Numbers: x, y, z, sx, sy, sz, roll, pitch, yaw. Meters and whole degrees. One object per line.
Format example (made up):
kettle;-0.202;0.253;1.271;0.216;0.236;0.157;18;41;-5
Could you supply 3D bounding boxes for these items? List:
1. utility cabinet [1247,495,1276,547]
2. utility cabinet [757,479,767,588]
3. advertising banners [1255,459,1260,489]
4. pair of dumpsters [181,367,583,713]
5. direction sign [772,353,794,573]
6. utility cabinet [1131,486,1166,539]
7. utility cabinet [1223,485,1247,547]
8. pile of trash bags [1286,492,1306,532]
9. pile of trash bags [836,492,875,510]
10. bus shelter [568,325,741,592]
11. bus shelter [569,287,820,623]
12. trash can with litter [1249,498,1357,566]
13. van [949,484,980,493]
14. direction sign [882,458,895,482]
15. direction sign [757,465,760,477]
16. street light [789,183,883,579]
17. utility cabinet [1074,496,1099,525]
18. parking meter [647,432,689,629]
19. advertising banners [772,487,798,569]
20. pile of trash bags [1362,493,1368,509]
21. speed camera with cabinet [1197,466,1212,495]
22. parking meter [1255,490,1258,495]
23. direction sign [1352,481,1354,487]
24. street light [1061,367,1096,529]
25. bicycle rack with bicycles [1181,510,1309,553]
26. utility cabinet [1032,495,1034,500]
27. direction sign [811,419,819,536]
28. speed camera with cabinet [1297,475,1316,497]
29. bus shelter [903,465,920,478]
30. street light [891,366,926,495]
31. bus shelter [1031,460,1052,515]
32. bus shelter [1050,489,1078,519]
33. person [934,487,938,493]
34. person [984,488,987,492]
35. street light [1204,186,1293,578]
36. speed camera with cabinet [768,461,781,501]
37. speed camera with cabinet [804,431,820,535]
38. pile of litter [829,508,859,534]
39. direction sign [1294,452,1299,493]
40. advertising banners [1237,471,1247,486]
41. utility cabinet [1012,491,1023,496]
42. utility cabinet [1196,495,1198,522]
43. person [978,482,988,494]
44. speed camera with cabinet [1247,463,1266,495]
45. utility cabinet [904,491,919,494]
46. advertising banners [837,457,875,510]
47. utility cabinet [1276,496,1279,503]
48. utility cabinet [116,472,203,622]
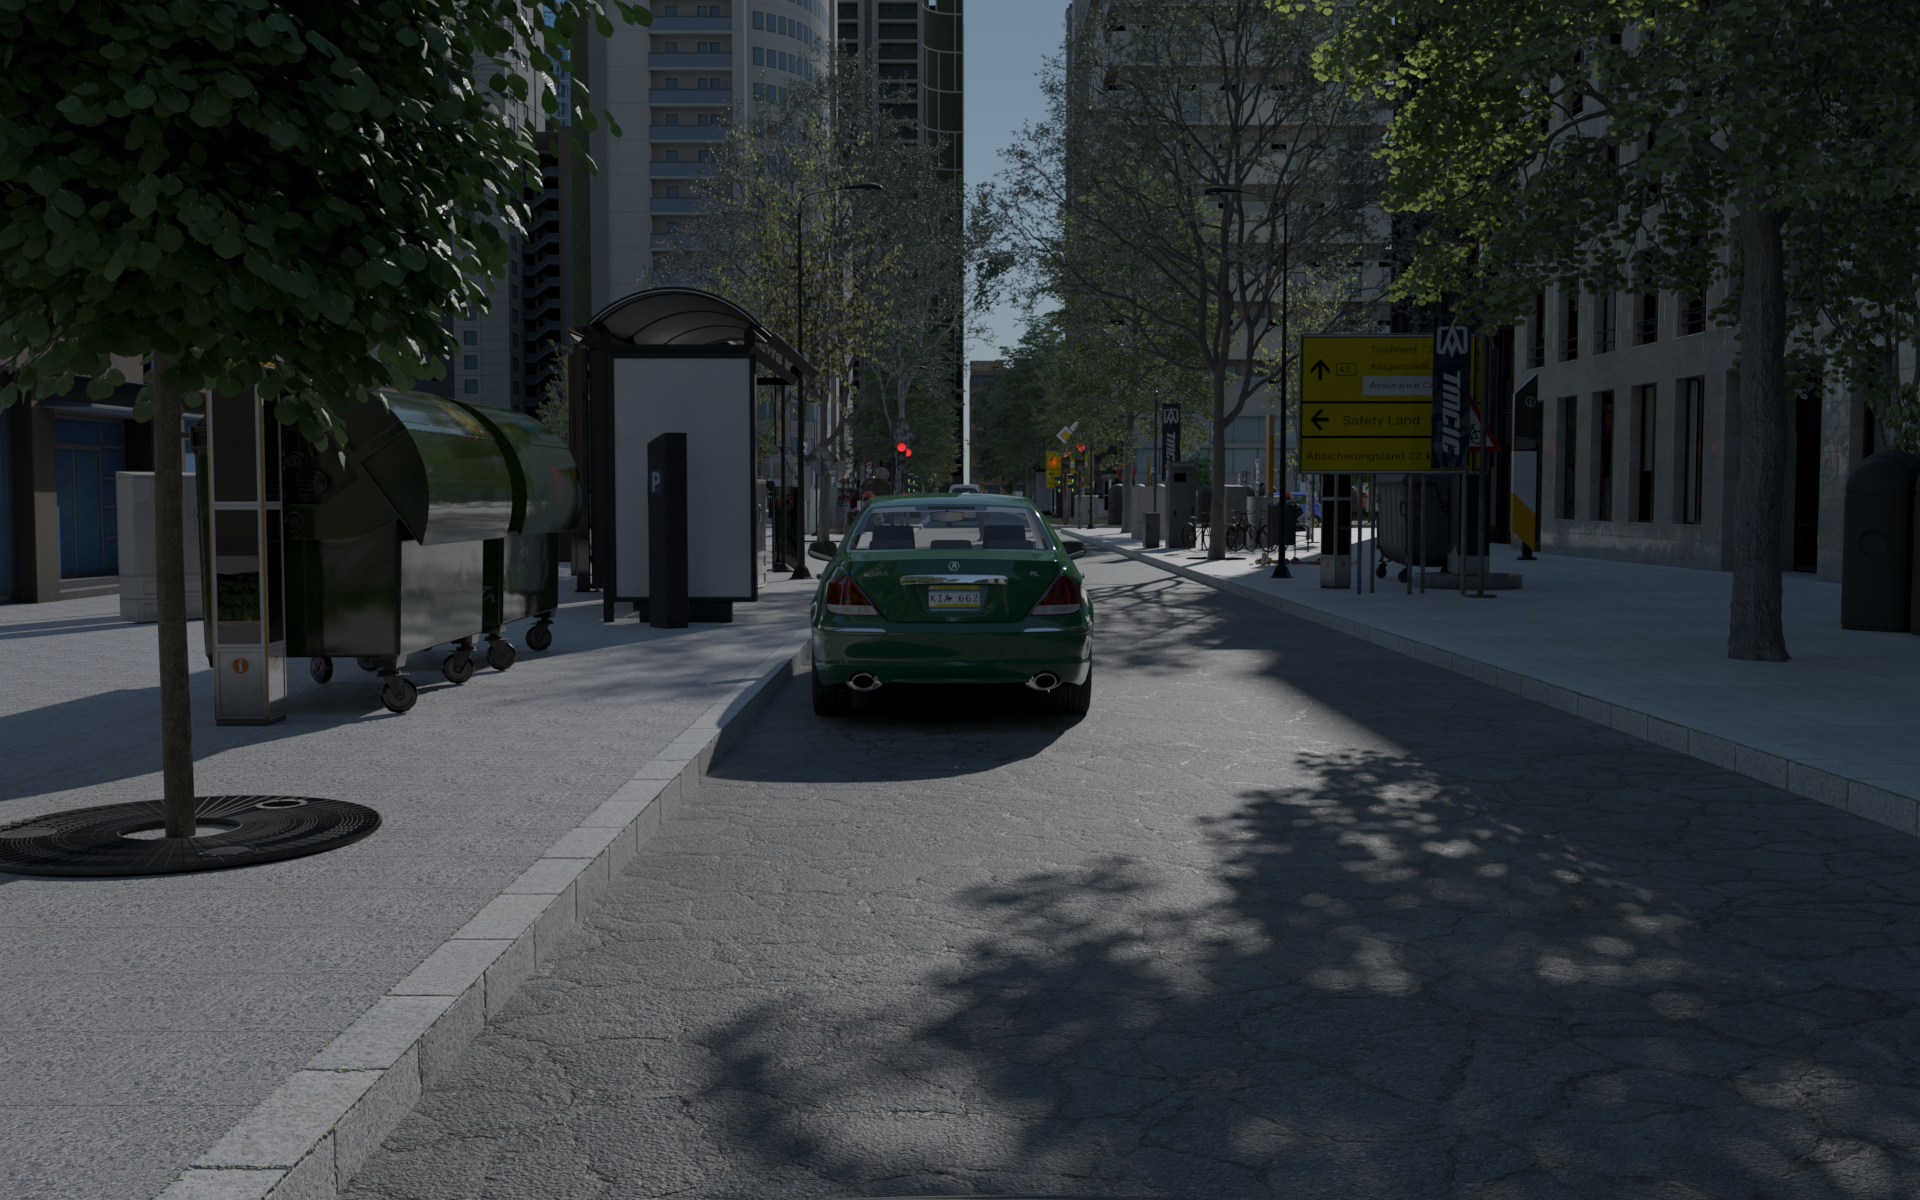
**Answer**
utility cabinet;7.312;-1.906;42.324;0.306;1.237;1.020;-1;4;-12
utility cabinet;-2.843;-0.894;23.293;0.318;1.500;1.173;0;4;4
advertising banners;15.155;-5.522;86.472;0.090;3.025;2.074;2;4;35
pair of dumpsters;-3.834;-0.585;12.060;1.574;2.255;4.437;0;4;0
direction sign;-2.900;-2.226;28.393;0.379;3.537;0.876;1;4;10
utility cabinet;5.382;-2.475;49.138;1.173;1.500;0.318;-3;4;-37
utility cabinet;6.598;-2.039;42.015;0.318;1.500;1.173;2;4;33
pile of trash bags;11.275;-3.114;60.660;1.912;1.369;3.447;1;4;15
pile of trash bags;-5.227;-5.398;98.010;3.447;1.369;1.912;2;4;31
bus shelter;-4.276;-2.103;25.660;1.731;3.624;6.357;0;4;0
bus shelter;-2.814;-1.578;19.720;2.014;3.302;5.546;0;4;0
trash can with litter;6.292;-1.260;31.657;2.233;1.210;1.678;0;4;-1
van;0.210;-4.283;77.040;2.013;2.044;4.112;0;4;0
direction sign;-4.552;-7.226;110.148;0.876;3.537;0.379;1;4;17
direction sign;-13.522;-7.552;115.470;0.379;3.537;0.876;1;4;20
street light;-1.857;-3.270;26.007;1.470;5.913;1.316;0;4;0
utility cabinet;5.291;-3.756;72.578;1.020;1.237;0.306;2;4;35
parking meter;-2.805;-0.667;16.620;0.255;1.863;0.399;-3;4;-37
advertising banners;-3.709;-2.037;29.500;2.074;3.025;0.090;-1;4;-11
pile of trash bags;22.597;-5.722;103.302;3.447;1.369;1.912;0;4;5
speed camera with cabinet;17.256;-7.932;124.021;2.038;3.252;0.660;3;4;37
parking meter;19.314;-6.369;112.552;0.372;1.533;0.369;0;3;0
direction sign;30.256;-8.643;133.304;0.379;3.537;0.876;-1;4;-19
street light;4.261;-5.553;63.339;1.470;5.913;1.316;0;4;0
bicycle rack with bicycles;6.567;-1.562;38.915;2.852;0.926;2.925;-1;4;-15
utility cabinet;6.512;-8.147;144.365;1.020;1.237;0.306;-2;4;-31
direction sign;-4.373;-3.717;52.767;0.379;3.537;0.876;0;4;2
speed camera with cabinet;25.925;-8.291;129.886;0.660;3.252;2.038;-1;4;-23
bus shelter;-4.023;-8.901;136.814;1.731;3.624;6.357;0;4;0
street light;-1.917;-5.536;63.053;1.470;5.913;1.316;0;4;0
bus shelter;5.295;-6.628;102.296;2.014;3.302;5.546;0;4;0
bus shelter;5.887;-7.156;94.628;2.179;5.291;8.768;0;3;0
person;-1.110;-4.715;86.081;0.782;1.767;0.515;-1;4;-9
person;1.732;-6.307;111.811;0.583;1.804;0.606;0;4;7
street light;4.379;-3.289;26.324;1.470;5.913;1.316;0;4;0
speed camera with cabinet;-10.800;-6.698;103.854;0.660;3.252;2.038;-2;4;-32
speed camera with cabinet;-4.851;-3.718;55.121;0.660;3.252;2.038;0;4;5
pile of litter;-3.640;-2.541;55.514;1.176;0.858;1.719;0;4;-7
direction sign;18.066;-6.184;93.113;0.379;3.537;0.876;2;4;25
advertising banners;21.220;-8.338;132.516;0.090;3.025;2.074;-3;4;-37
utility cabinet;4.780;-8.296;144.316;0.318;1.500;1.173;2;4;34
utility cabinet;10.588;-4.135;78.769;0.306;1.237;1.020;-1;4;-10
person;0.579;-2.684;52.664;0.520;1.790;0.573;3;4;37
speed camera with cabinet;18.955;-7.157;111.355;2.038;3.252;0.660;3;4;38
utility cabinet;-3.530;-7.063;124.161;1.173;1.500;0.318;0;4;1
advertising banners;-5.057;-5.300;82.839;2.074;3.025;0.090;1;4;13
utility cabinet;9.620;-2.619;53.979;0.306;1.237;1.020;3;5;42
utility cabinet;-7.892;-0.543;17.556;0.318;1.500;1.173;2;4;32
